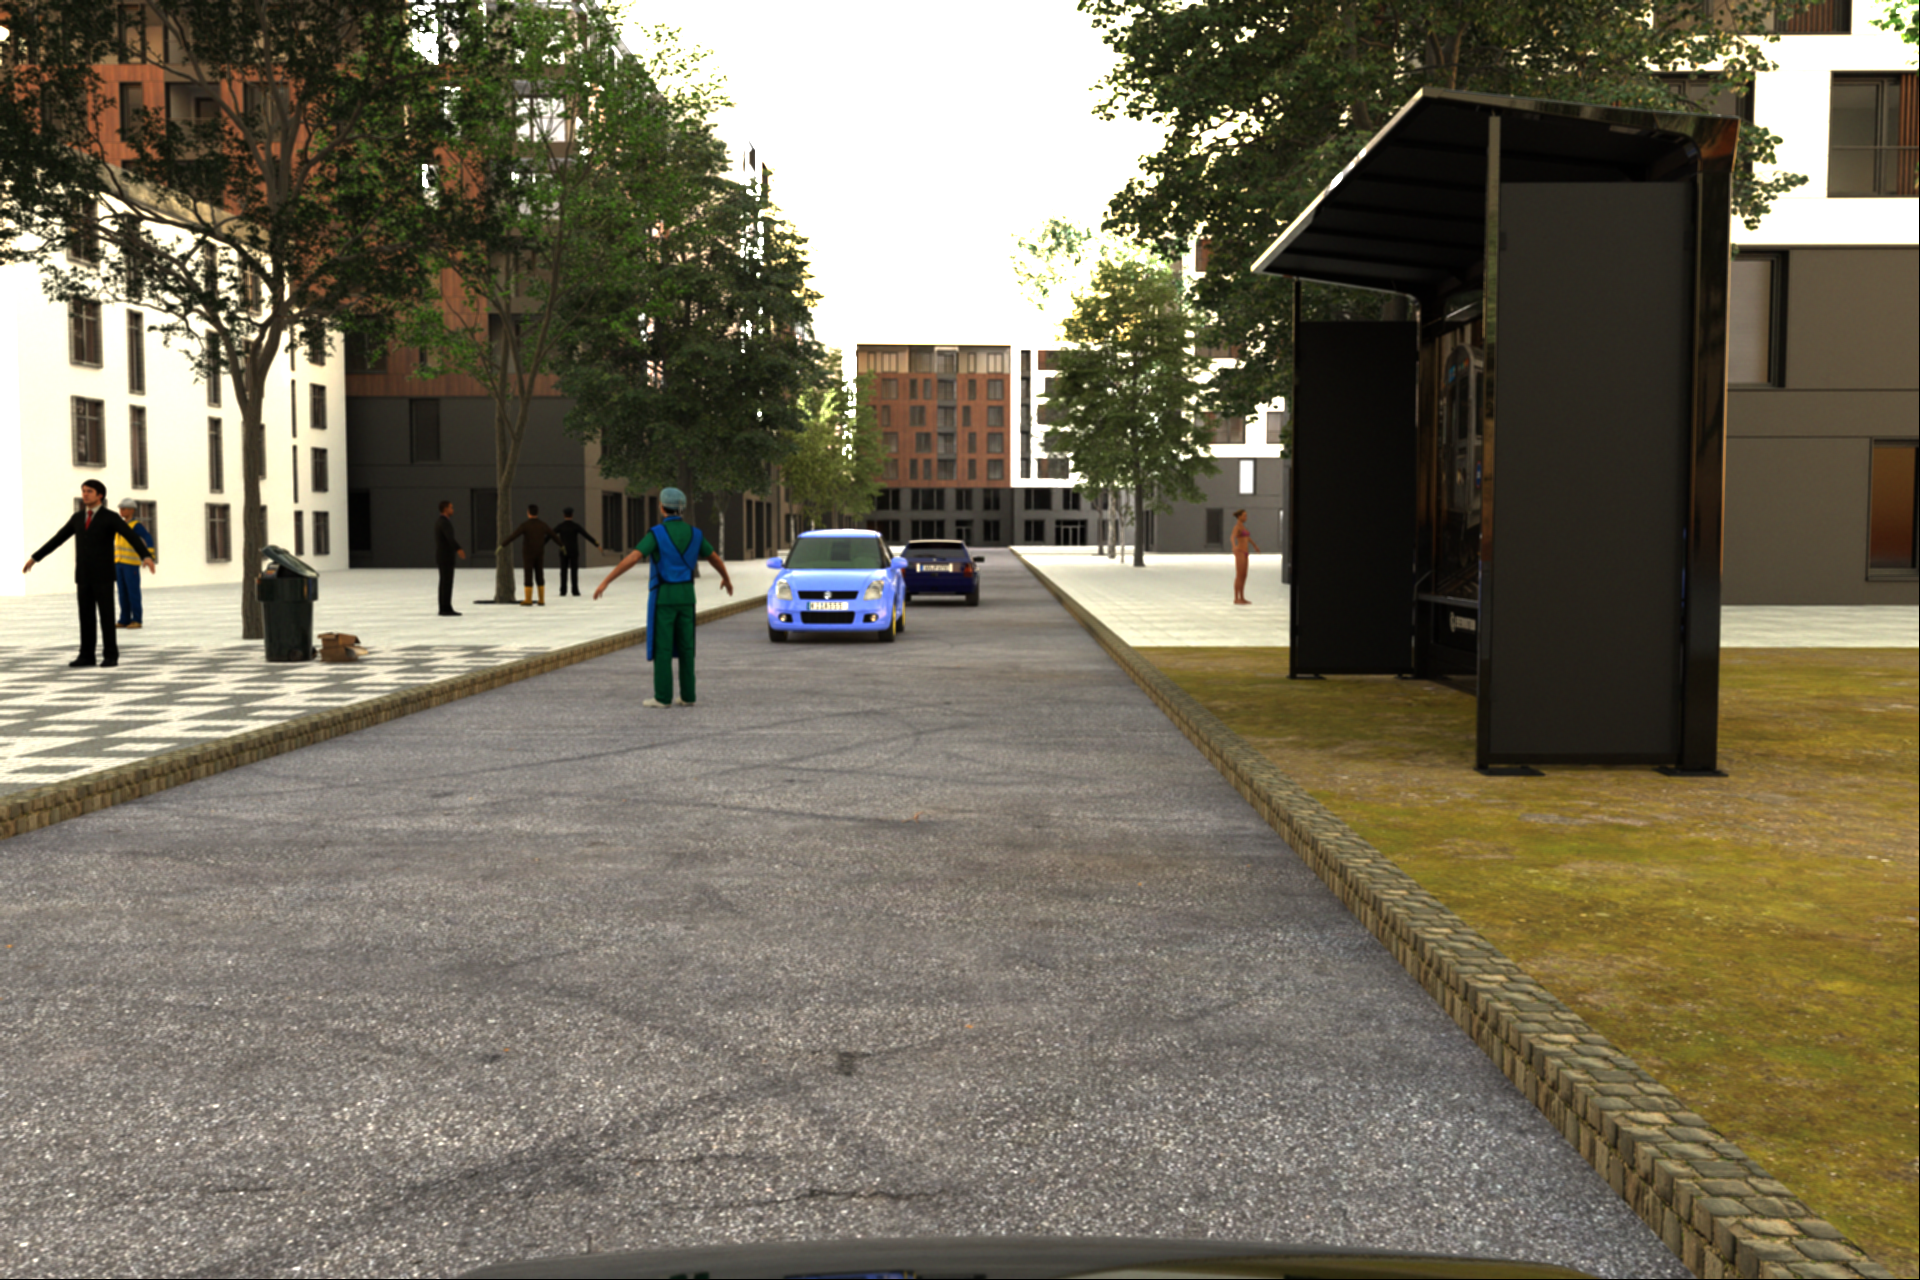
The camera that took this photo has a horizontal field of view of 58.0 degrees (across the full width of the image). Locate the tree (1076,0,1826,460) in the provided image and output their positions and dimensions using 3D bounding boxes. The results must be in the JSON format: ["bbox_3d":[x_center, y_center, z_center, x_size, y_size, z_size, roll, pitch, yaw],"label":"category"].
[{"bbox_3d":[6.323,-7.151,23.575,9.857,13.997,8.962,0,3,0],"label":"tree"}]

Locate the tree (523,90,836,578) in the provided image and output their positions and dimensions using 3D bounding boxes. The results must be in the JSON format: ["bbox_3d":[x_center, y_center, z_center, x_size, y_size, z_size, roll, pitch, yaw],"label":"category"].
[{"bbox_3d":[-7.934,-8.791,50.394,9.857,13.997,8.962,0,3,0],"label":"tree"}]

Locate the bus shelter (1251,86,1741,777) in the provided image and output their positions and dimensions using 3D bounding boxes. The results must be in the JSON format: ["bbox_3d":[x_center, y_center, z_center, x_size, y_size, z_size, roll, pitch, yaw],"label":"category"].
[{"bbox_3d":[3.355,-1.281,12.229,1.731,3.624,6.357,0,4,1],"label":"bus shelter"}]

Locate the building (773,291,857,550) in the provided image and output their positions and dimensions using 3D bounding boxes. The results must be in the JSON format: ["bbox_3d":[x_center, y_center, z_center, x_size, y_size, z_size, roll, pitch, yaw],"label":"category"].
[{"bbox_3d":[-24.474,-18.992,154.492,27.936,21.610,32.646,0,4,1],"label":"building"}]

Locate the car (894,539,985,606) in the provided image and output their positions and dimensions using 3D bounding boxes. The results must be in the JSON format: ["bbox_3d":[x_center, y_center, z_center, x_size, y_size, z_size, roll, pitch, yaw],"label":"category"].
[{"bbox_3d":[-0.465,-1.417,35.743,1.945,1.354,3.894,0,4,1],"label":"car"}]

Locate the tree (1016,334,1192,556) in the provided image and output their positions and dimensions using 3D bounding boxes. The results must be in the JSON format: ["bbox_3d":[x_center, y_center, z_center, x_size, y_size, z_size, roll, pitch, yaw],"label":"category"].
[{"bbox_3d":[8.297,-11.764,102.708,12.009,13.543,11.850,0,3,0],"label":"tree"}]

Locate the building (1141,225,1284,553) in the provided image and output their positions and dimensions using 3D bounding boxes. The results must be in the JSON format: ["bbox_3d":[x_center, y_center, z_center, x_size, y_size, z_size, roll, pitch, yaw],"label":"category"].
[{"bbox_3d":[27.458,-17.551,130.940,27.936,21.610,32.646,0,4,1],"label":"building"}]

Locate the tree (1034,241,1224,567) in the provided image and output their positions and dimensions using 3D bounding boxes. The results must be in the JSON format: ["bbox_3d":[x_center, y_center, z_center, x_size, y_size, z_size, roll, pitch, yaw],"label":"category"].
[{"bbox_3d":[6.634,-9.154,67.794,7.486,12.596,7.792,0,3,0],"label":"tree"}]

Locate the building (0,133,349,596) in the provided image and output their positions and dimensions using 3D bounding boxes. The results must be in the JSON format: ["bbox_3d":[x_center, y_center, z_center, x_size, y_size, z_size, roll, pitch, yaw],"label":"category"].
[{"bbox_3d":[-23.511,-6.577,49.682,9.099,9.664,28.070,0,4,1],"label":"building"}]

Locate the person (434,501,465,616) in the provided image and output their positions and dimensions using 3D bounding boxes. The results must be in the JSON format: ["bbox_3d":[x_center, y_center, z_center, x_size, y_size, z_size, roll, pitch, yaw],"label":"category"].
[{"bbox_3d":[-8.063,-1.287,27.267,0.704,1.802,1.346,-2,4,-29],"label":"person"}]

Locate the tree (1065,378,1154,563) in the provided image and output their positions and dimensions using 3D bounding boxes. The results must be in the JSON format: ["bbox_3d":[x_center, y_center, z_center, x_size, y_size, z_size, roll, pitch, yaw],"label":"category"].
[{"bbox_3d":[7.363,-7.696,76.192,4.360,8.622,3.978,0,3,0],"label":"tree"}]

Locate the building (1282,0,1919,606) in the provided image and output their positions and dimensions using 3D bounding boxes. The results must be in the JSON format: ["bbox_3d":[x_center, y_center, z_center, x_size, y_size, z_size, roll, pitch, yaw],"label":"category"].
[{"bbox_3d":[22.335,-12.391,46.562,27.936,21.610,32.646,0,4,1],"label":"building"}]

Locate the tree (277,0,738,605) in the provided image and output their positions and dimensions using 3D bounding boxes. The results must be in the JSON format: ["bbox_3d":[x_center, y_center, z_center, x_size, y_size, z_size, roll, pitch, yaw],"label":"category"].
[{"bbox_3d":[-8.263,-6.486,31.799,9.928,11.665,9.643,0,3,0],"label":"tree"}]

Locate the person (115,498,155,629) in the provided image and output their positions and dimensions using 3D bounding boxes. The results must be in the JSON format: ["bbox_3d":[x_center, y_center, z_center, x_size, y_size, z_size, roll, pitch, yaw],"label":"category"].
[{"bbox_3d":[-11.371,-1.044,23.531,1.216,1.772,0.721,2,4,24],"label":"person"}]

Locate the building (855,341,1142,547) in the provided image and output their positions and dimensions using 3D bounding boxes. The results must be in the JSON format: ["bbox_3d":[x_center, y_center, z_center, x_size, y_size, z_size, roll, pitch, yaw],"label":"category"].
[{"bbox_3d":[2.433,-21.365,195.754,32.646,21.610,27.936,0,4,-4],"label":"building"}]

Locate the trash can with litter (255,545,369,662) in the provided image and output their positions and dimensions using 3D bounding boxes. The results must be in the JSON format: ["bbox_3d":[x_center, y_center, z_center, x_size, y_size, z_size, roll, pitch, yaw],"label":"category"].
[{"bbox_3d":[-6.539,-0.374,17.504,1.055,1.170,0.624,0,4,1],"label":"trash can with litter"}]

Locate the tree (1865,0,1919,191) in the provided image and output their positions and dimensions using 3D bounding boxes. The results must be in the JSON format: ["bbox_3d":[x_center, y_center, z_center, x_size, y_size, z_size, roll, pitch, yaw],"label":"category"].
[{"bbox_3d":[9.436,-5.274,11.984,9.928,11.665,9.643,0,3,0],"label":"tree"}]

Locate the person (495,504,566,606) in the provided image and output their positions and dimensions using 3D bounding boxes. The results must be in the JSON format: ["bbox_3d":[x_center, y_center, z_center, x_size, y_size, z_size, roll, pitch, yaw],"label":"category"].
[{"bbox_3d":[-7.655,-1.523,31.035,1.346,1.812,0.704,-3,4,-37],"label":"person"}]

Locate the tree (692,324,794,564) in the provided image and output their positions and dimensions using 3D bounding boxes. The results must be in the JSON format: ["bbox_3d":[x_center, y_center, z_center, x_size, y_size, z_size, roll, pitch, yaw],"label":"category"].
[{"bbox_3d":[-8.489,-6.699,59.895,4.360,8.622,3.978,0,3,0],"label":"tree"}]

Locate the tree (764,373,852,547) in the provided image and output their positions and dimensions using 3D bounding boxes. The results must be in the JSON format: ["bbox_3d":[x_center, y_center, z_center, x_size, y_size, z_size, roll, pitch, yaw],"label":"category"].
[{"bbox_3d":[-7.157,-7.686,76.023,4.737,8.622,4.395,0,3,0],"label":"tree"}]

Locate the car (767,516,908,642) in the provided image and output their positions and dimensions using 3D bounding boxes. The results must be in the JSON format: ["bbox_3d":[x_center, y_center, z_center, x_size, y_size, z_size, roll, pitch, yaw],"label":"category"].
[{"bbox_3d":[-1.671,-0.888,24.114,1.945,1.707,3.694,0,4,1],"label":"car"}]

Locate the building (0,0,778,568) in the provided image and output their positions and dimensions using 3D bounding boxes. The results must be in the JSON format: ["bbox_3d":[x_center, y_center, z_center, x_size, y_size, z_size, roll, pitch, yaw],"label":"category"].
[{"bbox_3d":[-24.309,-14.460,80.391,27.936,21.610,32.646,0,4,1],"label":"building"}]

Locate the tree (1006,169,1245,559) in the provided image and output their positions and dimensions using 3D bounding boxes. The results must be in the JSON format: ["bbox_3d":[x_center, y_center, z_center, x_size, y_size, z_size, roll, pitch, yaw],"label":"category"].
[{"bbox_3d":[9.093,-14.258,89.001,12.611,20.169,13.585,0,3,0],"label":"tree"}]

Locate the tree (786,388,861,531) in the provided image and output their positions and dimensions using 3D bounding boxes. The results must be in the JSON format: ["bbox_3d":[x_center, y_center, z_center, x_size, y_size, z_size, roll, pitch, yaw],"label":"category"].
[{"bbox_3d":[-7.081,-8.282,85.774,4.737,8.622,4.395,0,3,0],"label":"tree"}]

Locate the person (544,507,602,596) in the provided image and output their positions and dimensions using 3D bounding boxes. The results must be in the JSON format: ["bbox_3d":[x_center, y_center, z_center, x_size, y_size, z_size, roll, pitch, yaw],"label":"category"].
[{"bbox_3d":[-8.132,-1.841,36.036,1.347,1.837,0.705,0,4,-5],"label":"person"}]

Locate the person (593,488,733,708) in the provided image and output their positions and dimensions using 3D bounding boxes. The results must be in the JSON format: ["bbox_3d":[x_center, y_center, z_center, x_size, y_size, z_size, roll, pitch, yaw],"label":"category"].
[{"bbox_3d":[-2.407,-0.355,14.395,1.347,1.817,0.704,-3,5,-43],"label":"person"}]

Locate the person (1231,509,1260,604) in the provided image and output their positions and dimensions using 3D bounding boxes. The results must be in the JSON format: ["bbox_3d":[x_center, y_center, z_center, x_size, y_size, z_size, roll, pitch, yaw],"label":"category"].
[{"bbox_3d":[5.244,-1.531,31.828,0.721,1.733,1.217,2,4,30],"label":"person"}]

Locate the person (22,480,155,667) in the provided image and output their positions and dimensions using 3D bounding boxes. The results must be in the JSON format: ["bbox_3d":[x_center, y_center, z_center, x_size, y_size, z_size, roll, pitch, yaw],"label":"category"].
[{"bbox_3d":[-8.386,-0.647,16.764,1.347,1.806,0.705,0,4,7],"label":"person"}]

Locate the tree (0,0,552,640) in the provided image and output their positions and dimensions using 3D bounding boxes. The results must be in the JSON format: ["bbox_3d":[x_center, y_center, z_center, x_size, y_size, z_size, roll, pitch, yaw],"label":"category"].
[{"bbox_3d":[-8.700,-5.267,20.536,8.767,10.594,7.601,0,4,6],"label":"tree"}]

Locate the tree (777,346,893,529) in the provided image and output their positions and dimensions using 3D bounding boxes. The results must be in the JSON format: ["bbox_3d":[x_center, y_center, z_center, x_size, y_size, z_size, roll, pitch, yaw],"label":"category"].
[{"bbox_3d":[-7.917,-11.451,105.357,7.486,12.596,7.792,0,3,0],"label":"tree"}]
